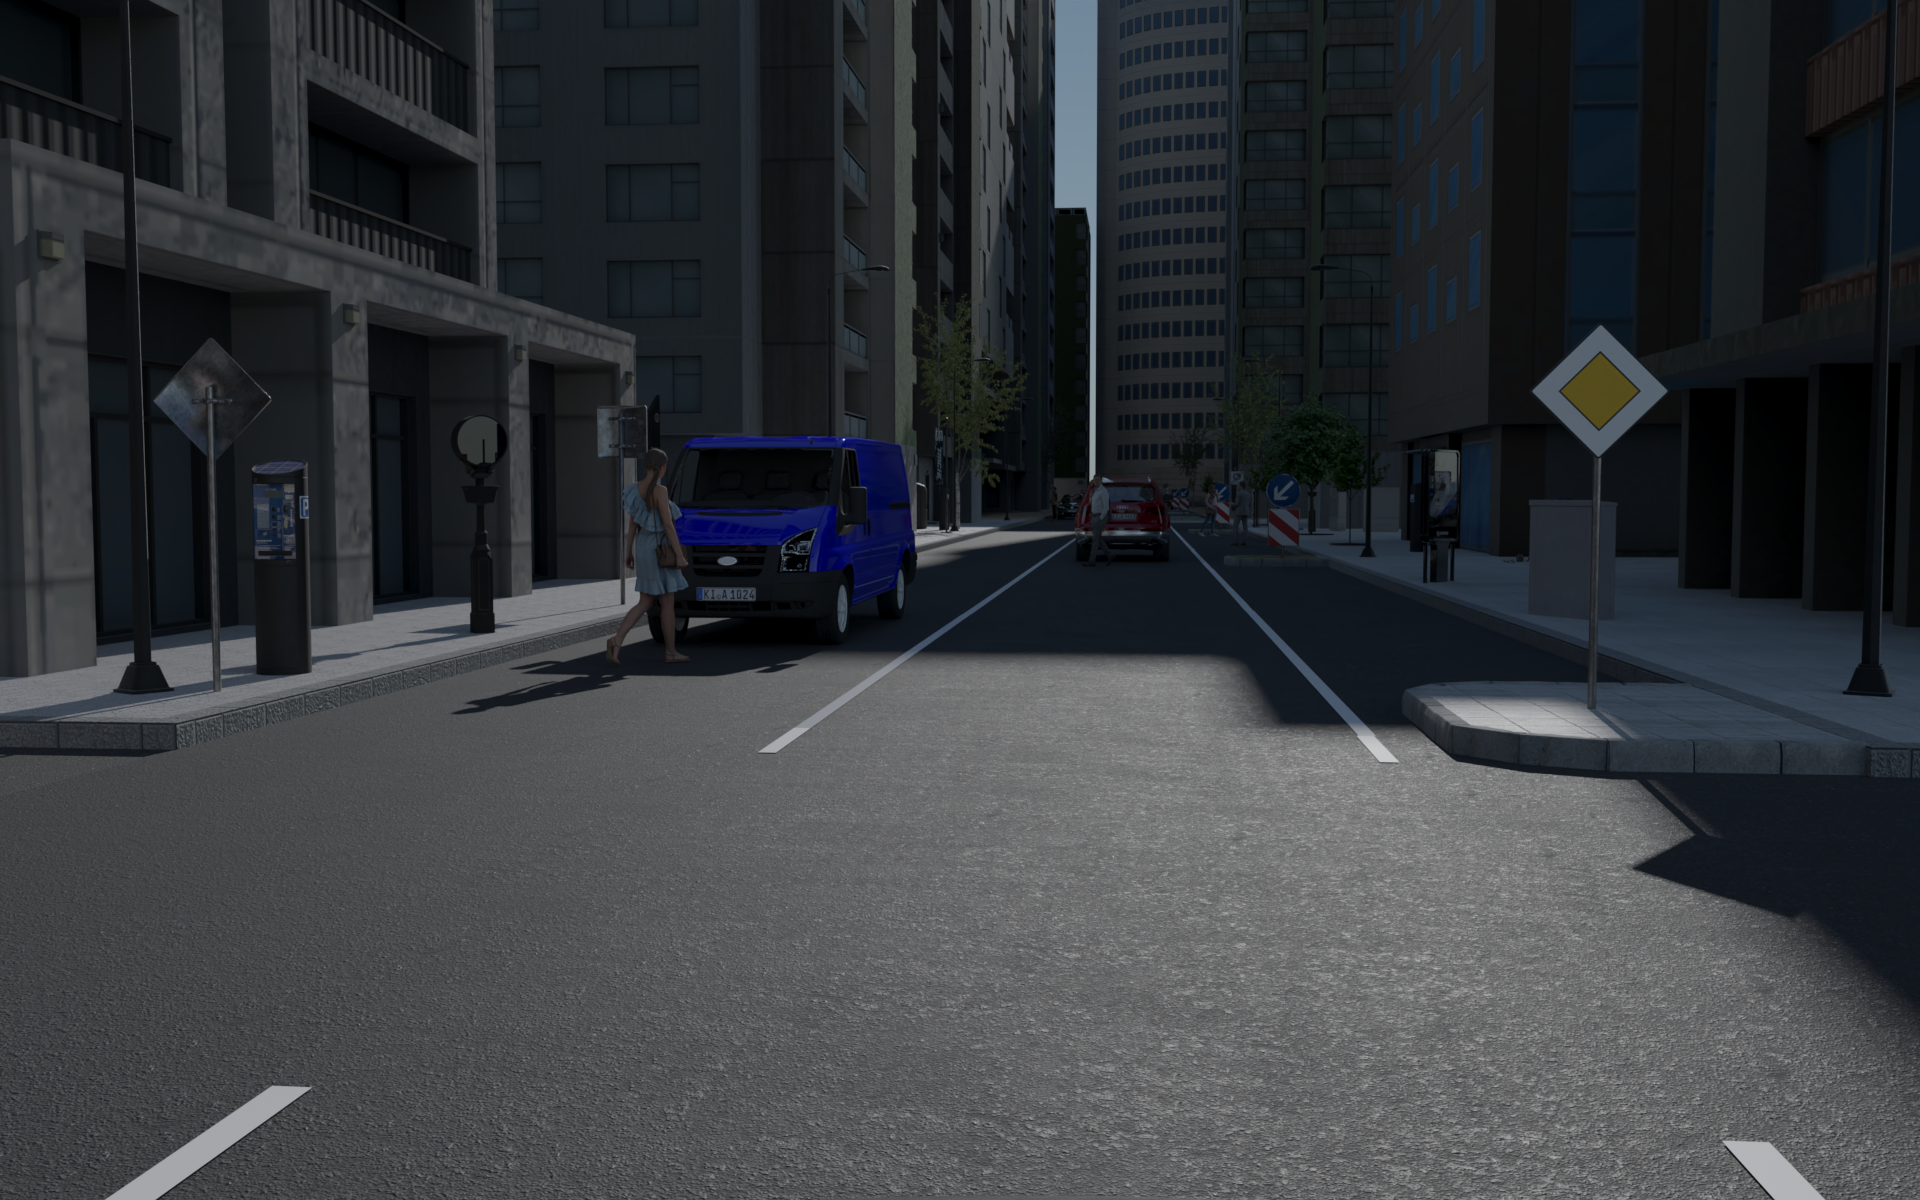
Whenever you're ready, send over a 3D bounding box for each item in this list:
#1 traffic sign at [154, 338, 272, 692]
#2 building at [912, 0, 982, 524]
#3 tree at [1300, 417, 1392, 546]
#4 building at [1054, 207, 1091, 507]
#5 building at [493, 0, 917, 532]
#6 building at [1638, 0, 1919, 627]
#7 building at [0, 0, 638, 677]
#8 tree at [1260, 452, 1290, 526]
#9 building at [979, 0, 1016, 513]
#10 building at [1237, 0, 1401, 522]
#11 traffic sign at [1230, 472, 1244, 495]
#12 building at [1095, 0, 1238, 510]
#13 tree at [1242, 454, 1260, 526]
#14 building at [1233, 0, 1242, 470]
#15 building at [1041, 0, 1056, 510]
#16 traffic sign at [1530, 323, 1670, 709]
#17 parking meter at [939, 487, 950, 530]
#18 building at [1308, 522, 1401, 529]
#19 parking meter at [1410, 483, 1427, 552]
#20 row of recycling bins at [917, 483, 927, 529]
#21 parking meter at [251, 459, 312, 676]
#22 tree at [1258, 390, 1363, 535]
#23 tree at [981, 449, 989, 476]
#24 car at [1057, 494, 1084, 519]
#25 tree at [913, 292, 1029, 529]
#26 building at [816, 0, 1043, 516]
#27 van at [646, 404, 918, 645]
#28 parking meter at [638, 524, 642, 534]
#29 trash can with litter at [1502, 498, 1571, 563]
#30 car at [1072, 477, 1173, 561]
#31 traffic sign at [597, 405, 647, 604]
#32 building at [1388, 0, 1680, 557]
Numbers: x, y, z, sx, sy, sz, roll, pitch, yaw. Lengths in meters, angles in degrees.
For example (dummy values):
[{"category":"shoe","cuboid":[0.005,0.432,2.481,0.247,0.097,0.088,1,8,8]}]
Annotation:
[{"category":"traffic sign","cuboid":[-4.825,-0.462,11.195,0.795,2.450,0.064,0,4,6]},{"category":"building","cuboid":[-6.690,-18.502,74.213,14.160,30.474,14.107,0,4,6]},{"category":"tree","cuboid":[9.669,-2.975,43.235,1.663,3.219,1.824,0,3,0]},{"category":"building","cuboid":[6.262,-24.803,177.229,14.107,30.474,14.160,0,4,6]},{"category":"building","cuboid":[-9.172,-22.530,51.968,14.154,41.232,14.086,0,4,6]},{"category":"building","cuboid":[22.773,-22.193,17.484,28.867,44.769,22.147,0,4,6]},{"category":"building","cuboid":[-15.606,-35.657,21.237,20.563,71.187,20.611,0,4,6]},{"category":"tree","cuboid":[11.879,-4.158,62.589,1.663,3.219,1.824,0,3,0]},{"category":"building","cuboid":[-10.980,-31.297,100.948,28.713,52.752,27.495,0,4,6]},{"category":"building","cuboid":[22.515,-19.855,96.330,14.160,30.474,14.107,0,4,6]},{"category":"traffic sign","cuboid":[12.374,-4.605,77.420,0.606,2.300,0.079,1,4,9]},{"category":"building","cuboid":[28.186,-38.921,178.351,28.212,58.520,21.231,0,4,6]},{"category":"tree","cuboid":[12.634,-4.651,70.650,1.663,3.219,1.824,0,3,0]},{"category":"building","cuboid":[32.609,-32.186,115.487,28.713,52.752,27.495,0,4,6]},{"category":"building","cuboid":[-5.972,-37.211,150.402,28.212,58.520,21.231,0,4,6]},{"category":"traffic sign","cuboid":[3.771,-0.406,10.284,0.795,2.450,0.064,0,4,6]},{"category":"parking meter","cuboid":[-0.567,-3.273,61.926,0.372,1.533,0.369,0,3,0]},{"category":"building","cuboid":[21.025,-18.203,69.326,14.160,30.474,14.107,0,4,6]},{"category":"parking meter","cuboid":[10.179,-1.835,38.415,0.372,1.533,0.369,0,3,0]},{"category":"row of recycling bins","cuboid":[-2.464,-3.396,62.645,1.069,1.692,3.534,3,5,40]},{"category":"parking meter","cuboid":[-4.845,-0.242,12.374,0.372,1.533,0.369,0,3,0]},{"category":"tree","cuboid":[10.969,-4.326,54.446,4.285,4.588,4.351,0,3,0]},{"category":"tree","cuboid":[-0.305,-6.183,84.811,4.285,4.588,4.351,0,3,0]},{"category":"car","cuboid":[6.510,-5.455,98.979,2.009,1.686,4.222,0,4,7]},{"category":"tree","cuboid":[0.075,-6.903,63.224,4.737,8.622,4.395,0,3,0]},{"category":"building","cuboid":[-1.619,-26.796,121.711,14.154,41.232,14.086,0,4,6]},{"category":"van","cuboid":[-1.793,-0.853,18.334,2.240,2.365,5.245,0,4,7]},{"category":"parking meter","cuboid":[-7.417,-1.941,40.151,0.372,1.533,0.369,0,3,0]},{"category":"trash can with litter","cuboid":[11.141,-1.345,33.051,2.233,1.210,1.678,-2,4,-26]},{"category":"car","cuboid":[3.634,-1.837,38.707,2.281,1.827,5.304,0,4,5]},{"category":"traffic sign","cuboid":[-3.913,-1.097,20.059,0.606,2.300,0.079,1,4,12]},{"category":"building","cuboid":[18.228,-23.847,40.012,14.600,45.320,14.200,0,4,6]}]
